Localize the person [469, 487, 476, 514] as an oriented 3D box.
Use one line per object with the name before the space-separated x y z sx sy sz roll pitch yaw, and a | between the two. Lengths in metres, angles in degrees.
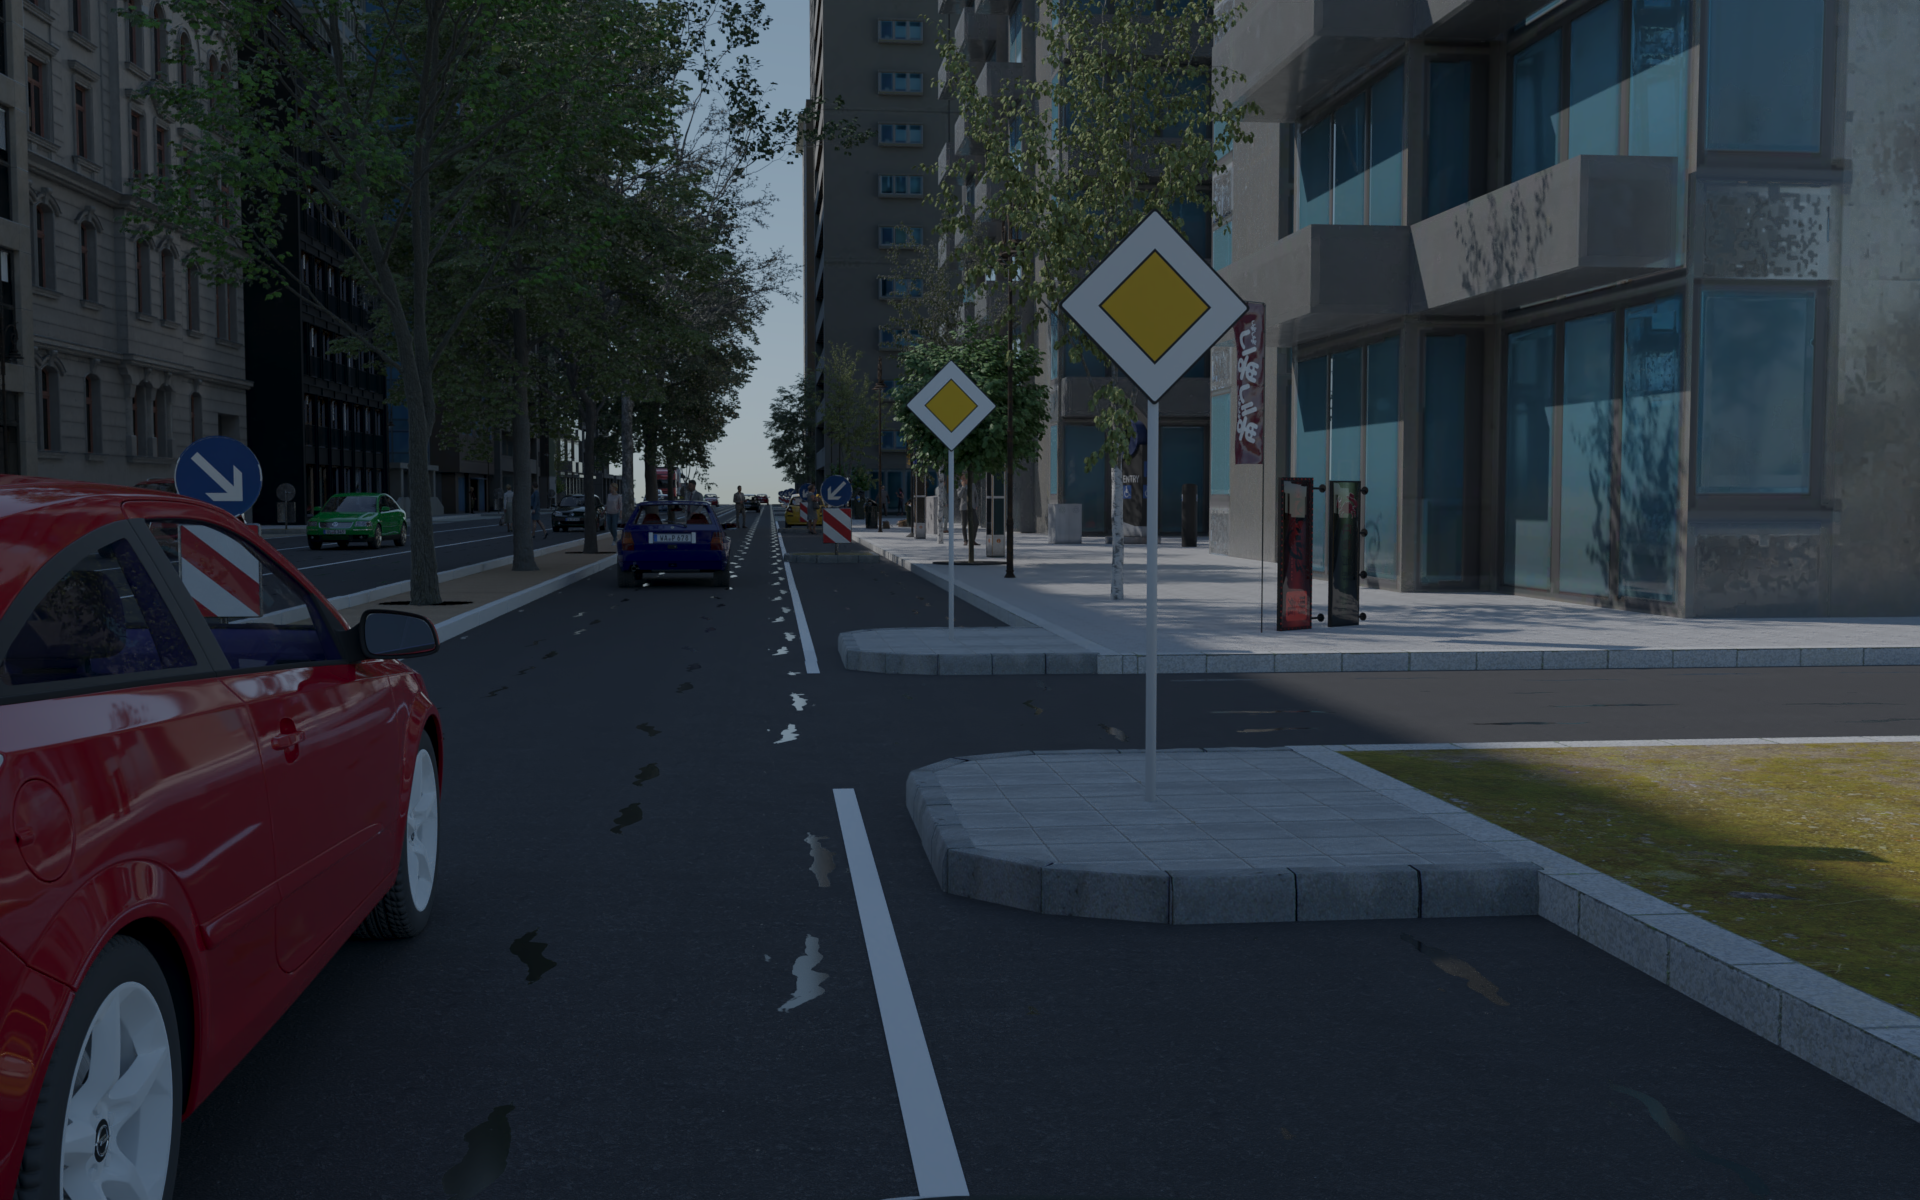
person | -31.647 -6.489 112.665 0.721 1.766 1.217 0 4 -6

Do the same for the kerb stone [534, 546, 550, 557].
kerb stone | -9.809 -1.128 40.630 0.120 0.150 1.000 0 4 -6

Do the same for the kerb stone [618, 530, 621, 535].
kerb stone | -11.940 -2.307 59.992 0.120 0.150 1.000 0 4 -6

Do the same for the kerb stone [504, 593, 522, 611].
kerb stone | -5.592 0.045 21.463 0.120 0.150 1.000 0 4 -6

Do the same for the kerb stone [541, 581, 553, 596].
kerb stone | -5.929 -0.138 24.521 0.120 0.150 1.000 0 4 -6

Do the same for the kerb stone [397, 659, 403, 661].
kerb stone | -4.924 0.418 15.354 0.120 0.150 1.000 0 4 -6

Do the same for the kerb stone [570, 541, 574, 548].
kerb stone | -10.367 -1.439 45.727 0.120 0.150 1.000 0 4 -6

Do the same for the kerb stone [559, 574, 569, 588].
kerb stone | -6.152 -0.262 26.557 0.120 0.150 1.000 0 4 -6

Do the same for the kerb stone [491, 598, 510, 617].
kerb stone | -5.485 0.107 20.447 0.120 0.150 1.000 0 4 -6

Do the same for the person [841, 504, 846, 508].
person | -6.752 -5.870 101.893 0.599 1.838 0.709 2 4 35

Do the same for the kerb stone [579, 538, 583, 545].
kerb stone | -10.589 -1.564 47.764 0.120 0.150 1.000 0 4 -6

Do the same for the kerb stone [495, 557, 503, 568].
kerb stone | -9.028 -0.692 33.502 0.120 0.150 1.000 0 4 -6

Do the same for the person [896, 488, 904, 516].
person | -3.533 -5.723 101.077 0.593 1.643 0.415 2 4 26

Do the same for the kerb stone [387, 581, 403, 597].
kerb stone | -8.023 -0.129 24.325 0.120 0.150 1.000 0 4 -6

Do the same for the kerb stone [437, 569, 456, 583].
kerb stone | -8.467 -0.380 28.406 0.120 0.150 1.000 0 4 -6

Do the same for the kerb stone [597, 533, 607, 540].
kerb stone | -11.380 -1.999 54.887 0.120 0.150 1.000 0 4 -6

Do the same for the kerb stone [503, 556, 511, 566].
kerb stone | -9.142 -0.754 34.522 0.120 0.150 1.000 0 4 -6

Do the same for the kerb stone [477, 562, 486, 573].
kerb stone | -8.803 -0.565 31.469 0.120 0.150 1.000 0 4 -6

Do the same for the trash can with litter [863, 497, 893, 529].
trash can with litter | -3.029 -3.217 63.982 1.055 1.170 0.624 -1 4 -10

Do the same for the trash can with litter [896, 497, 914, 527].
trash can with litter | -2.044 -3.403 67.032 1.055 1.170 0.624 3 5 42

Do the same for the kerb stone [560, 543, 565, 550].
kerb stone | -10.144 -1.315 43.693 0.120 0.150 1.000 0 4 -6

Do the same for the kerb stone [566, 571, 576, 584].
kerb stone | -6.266 -0.329 27.580 0.120 0.150 1.000 0 4 -6

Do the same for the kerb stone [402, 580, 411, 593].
kerb stone | -8.130 -0.193 25.345 0.120 0.150 1.000 0 4 -6

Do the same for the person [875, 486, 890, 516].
person | -4.473 -5.676 99.398 0.990 1.755 0.434 -2 4 -31

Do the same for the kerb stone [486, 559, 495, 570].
kerb stone | -8.914 -0.629 32.487 0.120 0.150 1.000 0 4 -6

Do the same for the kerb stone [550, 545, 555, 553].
kerb stone | -9.924 -1.190 41.658 0.120 0.150 1.000 0 4 -6

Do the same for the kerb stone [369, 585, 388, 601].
kerb stone | -7.900 -0.064 23.311 0.120 0.150 1.000 0 4 -6

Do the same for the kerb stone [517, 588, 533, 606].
kerb stone | -5.704 -0.016 22.479 0.120 0.150 1.000 0 4 -6

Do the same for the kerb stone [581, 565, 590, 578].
kerb stone | -6.489 -0.455 29.628 0.120 0.150 1.000 0 4 -6

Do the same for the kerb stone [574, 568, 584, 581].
kerb stone | -6.371 -0.390 28.604 0.120 0.150 1.000 0 4 -6

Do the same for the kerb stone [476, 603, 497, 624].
kerb stone | -5.366 0.169 19.428 0.120 0.150 1.000 0 4 -6

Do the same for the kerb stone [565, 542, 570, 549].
kerb stone | -10.260 -1.377 44.708 0.120 0.150 1.000 0 4 -6

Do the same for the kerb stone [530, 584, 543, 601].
kerb stone | -5.818 -0.076 23.502 0.120 0.150 1.000 0 4 -6

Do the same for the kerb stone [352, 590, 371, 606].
kerb stone | -7.790 0.003 22.288 0.120 0.150 1.000 0 4 -6

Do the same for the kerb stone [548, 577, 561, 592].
kerb stone | -6.041 -0.204 25.537 0.120 0.150 1.000 0 4 -6

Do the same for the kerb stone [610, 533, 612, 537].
kerb stone | -11.600 -2.124 56.925 0.120 0.150 1.000 0 4 -6

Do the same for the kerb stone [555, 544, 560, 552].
kerb stone | -10.034 -1.253 42.677 0.120 0.150 1.000 0 4 -6

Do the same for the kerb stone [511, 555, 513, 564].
kerb stone | -9.251 -0.817 35.546 0.120 0.150 1.000 0 4 -6

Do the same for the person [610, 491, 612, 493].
person | -26.841 -7.644 134.017 0.750 1.759 0.617 -2 4 -27

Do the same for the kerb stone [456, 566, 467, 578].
kerb stone | -8.572 -0.439 29.422 0.120 0.150 1.000 0 4 -6

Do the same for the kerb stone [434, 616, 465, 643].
kerb stone | -5.141 0.296 17.387 0.120 0.150 1.000 0 4 -6

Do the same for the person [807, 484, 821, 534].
person | -5.182 -3.246 61.926 0.532 1.782 0.716 -1 4 -20

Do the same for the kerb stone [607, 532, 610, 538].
kerb stone | -11.497 -2.062 55.902 0.120 0.150 1.000 0 4 -6

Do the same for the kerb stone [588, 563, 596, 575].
kerb stone | -6.604 -0.515 30.652 0.120 0.150 1.000 0 4 -6

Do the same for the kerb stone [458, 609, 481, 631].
kerb stone | -5.258 0.232 18.402 0.120 0.150 1.000 0 4 -6

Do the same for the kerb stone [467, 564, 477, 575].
kerb stone | -8.692 -0.505 30.453 0.120 0.150 1.000 0 4 -6

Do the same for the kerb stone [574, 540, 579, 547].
kerb stone | -10.474 -1.500 46.743 0.120 0.150 1.000 0 4 -6

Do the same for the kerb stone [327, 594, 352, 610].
kerb stone | -7.688 0.057 21.271 0.120 0.150 1.000 0 4 -6
